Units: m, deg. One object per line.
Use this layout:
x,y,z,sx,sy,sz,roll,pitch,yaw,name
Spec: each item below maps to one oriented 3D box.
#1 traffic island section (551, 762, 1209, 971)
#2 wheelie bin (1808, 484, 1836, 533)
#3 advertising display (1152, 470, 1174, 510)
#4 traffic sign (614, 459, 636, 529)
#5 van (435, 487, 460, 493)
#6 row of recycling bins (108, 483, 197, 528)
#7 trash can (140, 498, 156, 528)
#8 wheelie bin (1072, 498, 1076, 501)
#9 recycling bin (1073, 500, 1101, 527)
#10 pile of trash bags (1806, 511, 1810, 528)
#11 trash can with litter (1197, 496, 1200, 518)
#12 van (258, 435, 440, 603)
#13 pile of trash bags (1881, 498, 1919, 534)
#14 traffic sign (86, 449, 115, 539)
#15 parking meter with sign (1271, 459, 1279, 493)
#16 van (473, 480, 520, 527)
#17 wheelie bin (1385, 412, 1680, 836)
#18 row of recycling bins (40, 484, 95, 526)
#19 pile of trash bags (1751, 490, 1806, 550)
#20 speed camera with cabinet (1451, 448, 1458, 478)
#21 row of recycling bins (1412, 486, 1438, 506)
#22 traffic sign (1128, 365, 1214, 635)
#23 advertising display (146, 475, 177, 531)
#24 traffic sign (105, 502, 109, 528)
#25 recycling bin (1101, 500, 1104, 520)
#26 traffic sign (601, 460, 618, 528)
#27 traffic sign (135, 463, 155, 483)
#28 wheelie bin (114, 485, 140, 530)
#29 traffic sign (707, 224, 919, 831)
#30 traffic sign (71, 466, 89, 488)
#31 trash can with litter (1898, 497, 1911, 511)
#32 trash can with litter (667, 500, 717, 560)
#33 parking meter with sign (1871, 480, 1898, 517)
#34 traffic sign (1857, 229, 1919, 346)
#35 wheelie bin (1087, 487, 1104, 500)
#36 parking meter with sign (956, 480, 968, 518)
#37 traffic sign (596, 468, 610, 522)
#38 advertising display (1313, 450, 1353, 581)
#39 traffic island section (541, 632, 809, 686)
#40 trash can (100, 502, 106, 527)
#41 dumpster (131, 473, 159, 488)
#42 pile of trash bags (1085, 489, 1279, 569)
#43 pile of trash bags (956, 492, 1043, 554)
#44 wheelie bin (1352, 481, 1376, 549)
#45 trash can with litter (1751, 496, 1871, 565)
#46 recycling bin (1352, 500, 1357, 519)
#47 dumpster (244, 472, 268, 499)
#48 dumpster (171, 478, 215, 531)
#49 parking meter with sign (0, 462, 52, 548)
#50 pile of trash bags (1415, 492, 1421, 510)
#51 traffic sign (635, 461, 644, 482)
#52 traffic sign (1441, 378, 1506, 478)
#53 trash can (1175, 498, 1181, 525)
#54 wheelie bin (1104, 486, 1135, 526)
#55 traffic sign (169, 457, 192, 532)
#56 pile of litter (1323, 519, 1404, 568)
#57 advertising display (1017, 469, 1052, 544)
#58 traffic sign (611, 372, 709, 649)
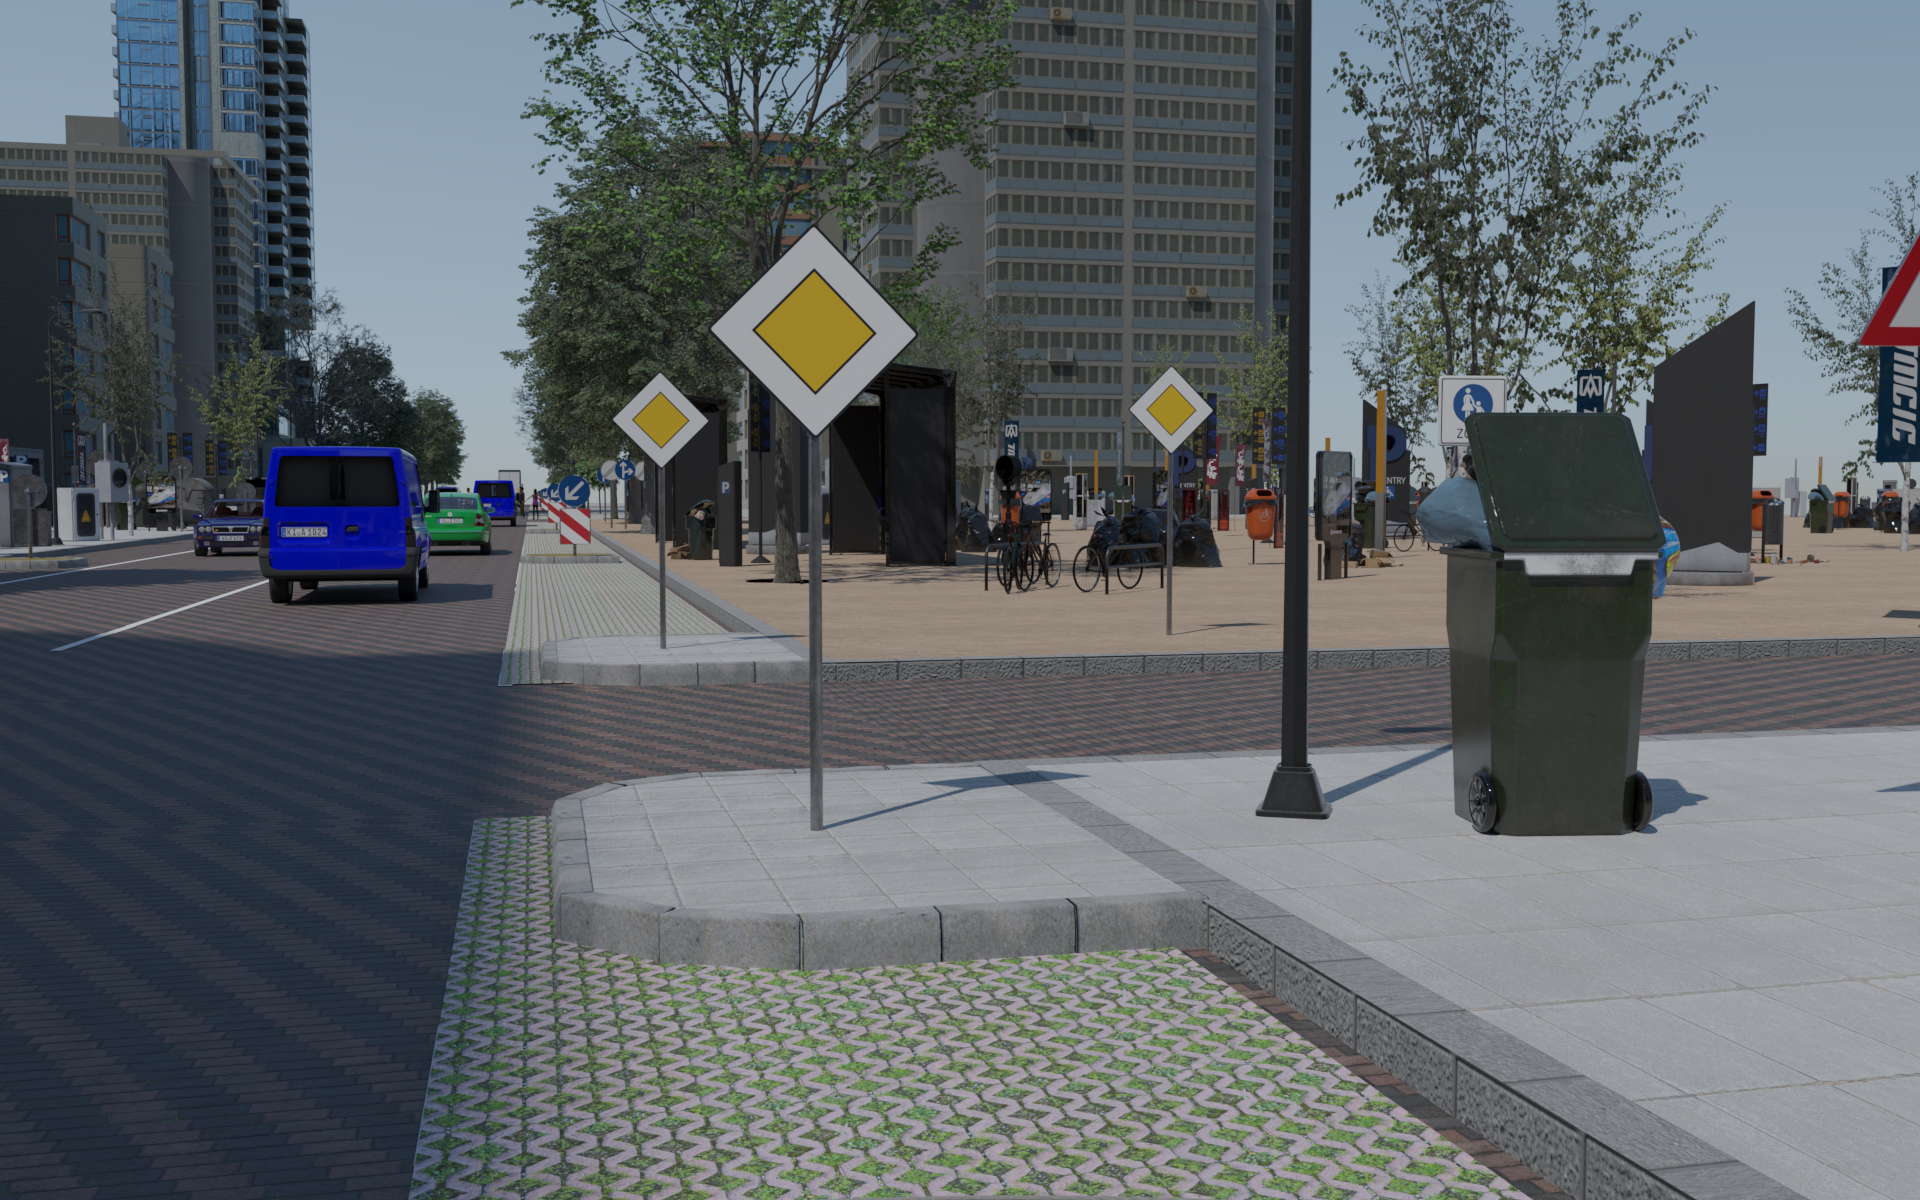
-0.529,0.957,6.633,2.009,0.180,2.903,-1,4,-14,traffic island section
28.151,-2.980,56.636,0.980,1.594,0.693,-3,5,-41,wheelie bin
5.488,-2.542,46.771,0.123,1.923,0.974,3,4,37,advertising display
-12.267,-3.877,63.495,0.768,2.556,0.104,0,4,-6,traffic sign
-41.193,-8.240,139.116,2.240,2.365,5.245,-1,4,-13,van
-31.163,-3.680,67.284,3.534,1.692,1.069,-2,4,-25,row of recycling bins
-30.748,-3.313,65.818,0.748,1.137,0.748,0,3,0,trash can
6.291,-5.058,90.612,0.693,1.594,0.980,-1,4,-21,wheelie bin
4.931,-3.397,68.087,0.722,1.027,0.722,-2,4,-28,recycling bin
33.867,-3.409,65.482,3.447,1.369,1.912,-1,4,-11,pile of trash bags
8.370,-3.251,64.209,2.233,1.210,1.678,-1,4,-9,trash can with litter
-8.605,-1.236,24.593,2.240,2.365,5.245,-1,4,-15,van
32.747,-3.161,61.432,3.447,1.369,1.912,3,5,44,pile of trash bags
-24.422,-3.005,49.243,0.768,2.556,0.104,-1,4,-11,traffic sign
15.818,-5.559,87.146,0.543,3.016,1.738,1,4,18,parking meter with sign
-20.813,-4.466,77.410,2.240,2.365,5.245,-1,4,-15,van
2.234,0.073,6.712,0.980,1.594,0.693,0,4,-3,wheelie bin
-35.745,-3.778,68.885,3.534,1.692,1.069,0,4,7,row of recycling bins
16.726,-1.772,38.732,3.447,1.369,1.912,-1,4,-18,pile of trash bags
18.136,-4.138,61.999,0.660,3.252,2.038,-1,4,-10,speed camera with cabinet
24.513,-5.241,92.796,3.534,1.692,1.069,-1,4,-20,row of recycling bins
1.896,-0.885,15.655,0.795,2.450,0.064,-1,4,-9,traffic sign
-27.525,-3.333,59.716,0.974,1.923,0.123,-1,4,-10,advertising display
-32.385,-4.012,65.705,0.768,2.556,0.104,-1,4,-9,traffic sign
5.792,-3.754,73.935,0.722,1.027,0.722,0,4,3,recycling bin
-13.087,-3.969,65.000,0.768,2.556,0.104,-1,4,-12,traffic sign
-33.259,-4.321,70.747,0.768,2.556,0.104,-1,4,-12,traffic sign
-29.764,-3.287,61.659,0.980,1.594,0.693,-3,5,-39,wheelie bin
-0.550,-0.178,6.550,0.795,2.450,0.064,-1,4,-14,traffic sign
-31.957,-3.720,62.953,0.606,2.300,0.079,0,4,-7,traffic sign
39.031,-3.680,71.555,1.055,1.170,0.624,-2,4,-31,trash can with litter
-5.273,-1.371,33.795,1.055,1.170,0.624,2,4,30,trash can with litter
50.887,-6.025,94.770,1.738,3.016,0.543,3,4,38,parking meter with sign
3.651,-0.386,6.320,0.884,2.594,0.081,0,4,-7,traffic sign
6.435,-4.539,82.126,0.980,1.594,0.693,0,4,2,wheelie bin
-0.293,-5.863,92.123,0.543,3.016,1.738,3,5,43,parking meter with sign
-16.523,-4.925,80.624,0.768,2.556,0.104,-1,4,-11,traffic sign
5.609,-1.271,25.995,0.123,1.923,0.974,3,5,39,advertising display
-2.443,0.483,14.386,2.009,0.180,2.903,-1,4,-14,traffic island section
-33.559,-3.409,67.393,0.748,1.137,0.748,0,3,0,trash can
-34.579,-4.344,73.521,1.502,2.255,1.985,-1,4,-14,dumpster
4.064,-1.296,30.938,3.447,1.369,1.912,-1,4,-16,pile of trash bags
0.894,-1.748,38.327,1.912,1.369,3.447,-1,4,-8,pile of trash bags
9.703,-2.015,40.852,0.693,1.594,0.980,-2,4,-28,wheelie bin
15.470,-1.294,32.210,2.233,1.210,1.678,-2,4,-28,trash can with litter
16.310,-3.608,71.542,0.722,1.027,0.722,-1,4,-10,recycling bin
-25.574,-3.636,64.401,1.985,2.255,1.502,-1,4,-16,dumpster
-27.208,-3.400,61.355,1.264,1.857,1.865,-1,4,-14,dumpster
-22.756,-2.783,41.765,0.543,3.016,1.738,1,4,16,parking meter with sign
17.862,-3.904,73.575,3.447,1.369,1.912,0,4,-5,pile of trash bags
-12.300,-4.118,67.437,0.768,2.556,0.104,-1,4,-10,traffic sign
4.436,-0.792,15.082,0.606,2.300,0.079,0,4,-6,traffic sign
7.600,-2.889,58.881,0.748,1.137,0.748,0,3,0,trash can
5.965,-3.436,64.085,0.980,1.594,0.693,0,4,-2,wheelie bin
-26.476,-3.594,58.865,0.768,2.556,0.104,0,4,-5,traffic sign
7.125,-1.012,30.512,1.719,0.858,1.176,-1,4,-20,pile of litter
1.902,-2.386,44.231,0.974,1.923,0.123,-2,4,-28,advertising display
-2.464,-0.652,14.303,0.795,2.450,0.064,-1,4,-14,traffic sign
